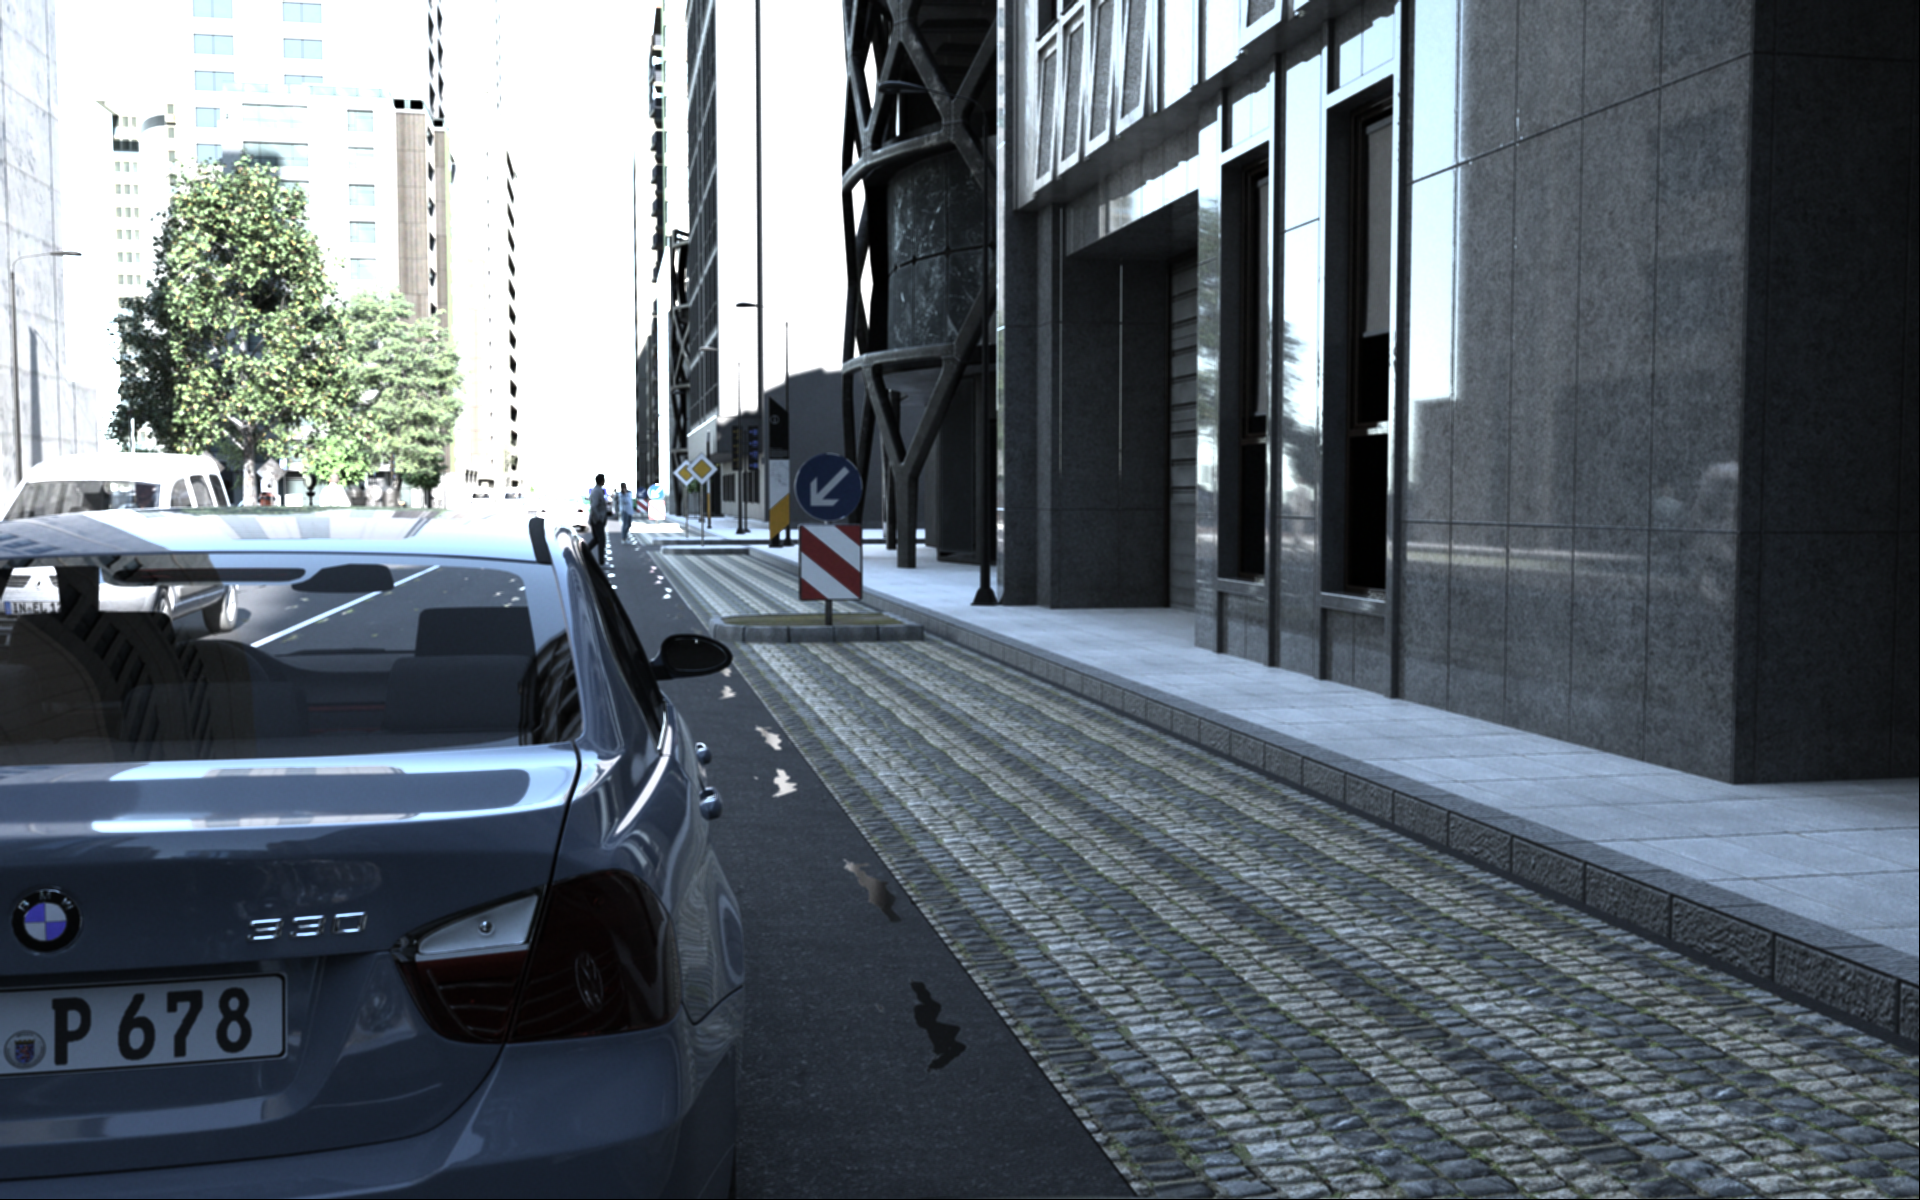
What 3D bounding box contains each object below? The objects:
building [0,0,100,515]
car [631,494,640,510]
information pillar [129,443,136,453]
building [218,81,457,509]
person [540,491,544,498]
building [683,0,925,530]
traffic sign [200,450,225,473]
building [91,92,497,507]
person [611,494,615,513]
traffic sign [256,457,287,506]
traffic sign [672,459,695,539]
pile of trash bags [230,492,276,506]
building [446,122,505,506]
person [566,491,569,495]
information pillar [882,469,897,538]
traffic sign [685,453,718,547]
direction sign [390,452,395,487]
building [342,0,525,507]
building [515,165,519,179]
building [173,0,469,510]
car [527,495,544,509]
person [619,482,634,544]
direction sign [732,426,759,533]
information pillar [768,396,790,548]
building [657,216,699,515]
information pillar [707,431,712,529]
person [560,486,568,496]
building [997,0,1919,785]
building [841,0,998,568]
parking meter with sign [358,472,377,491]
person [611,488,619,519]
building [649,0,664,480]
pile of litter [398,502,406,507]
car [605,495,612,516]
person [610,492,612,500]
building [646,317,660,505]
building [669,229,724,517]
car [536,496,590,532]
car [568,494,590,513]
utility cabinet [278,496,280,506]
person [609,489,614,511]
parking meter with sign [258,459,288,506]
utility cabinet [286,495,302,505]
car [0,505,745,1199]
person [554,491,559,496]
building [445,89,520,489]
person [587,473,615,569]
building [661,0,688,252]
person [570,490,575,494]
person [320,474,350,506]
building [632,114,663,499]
[{"bbox_3d":[-27.425,-35.883,24.944,20.611,71.187,20.563,-1,4,-12],"label":"building"},{"bbox_3d":[-26.119,-7.886,137.736,1.959,1.807,4.718,-1,4,-12],"label":"car"},{"bbox_3d":[-37.095,-5.283,77.726,0.504,3.616,0.183,3,5,41],"label":"information pillar"},{"bbox_3d":[-44.715,-21.668,125.981,14.160,30.474,14.107,-1,4,-12],"label":"building"},{"bbox_3d":[-38.244,-9.098,157.971,0.721,1.743,1.217,-3,5,-42],"label":"person"},{"bbox_3d":[-4.070,-17.180,74.408,14.314,27.812,24.014,-1,4,-12],"label":"building"},{"bbox_3d":[-17.263,-2.206,39.705,0.795,2.450,0.064,-1,4,-12],"label":"traffic sign"},{"bbox_3d":[-61.157,-28.861,163.755,32.217,40.220,23.993,-1,4,-12],"label":"building"},{"bbox_3d":[-26.360,-7.367,132.166,0.599,1.433,0.991,1,4,14],"label":"person"},{"bbox_3d":[-18.875,-2.684,47.526,0.795,2.450,0.064,-1,4,-12],"label":"traffic sign"},{"bbox_3d":[-7.857,-2.821,49.767,0.795,2.450,0.064,-1,4,-12],"label":"traffic sign"},{"bbox_3d":[-28.934,-3.667,69.710,3.447,1.369,1.912,1,4,23],"label":"pile of trash bags"},{"bbox_3d":[-56.477,-30.638,184.521,14.154,41.232,14.086,-1,4,-12],"label":"building"},{"bbox_3d":[-36.102,-9.116,158.351,0.742,1.727,0.445,0,4,2],"label":"person"},{"bbox_3d":[-2.048,-2.807,50.385,0.304,2.012,0.304,2,4,28],"label":"information pillar"},{"bbox_3d":[-6.245,-2.343,41.946,0.795,2.450,0.064,-1,4,-12],"label":"traffic sign"},{"bbox_3d":[-30.463,-6.180,93.041,0.379,3.537,0.876,0,4,-7],"label":"direction sign"},{"bbox_3d":[-69.213,-48.480,230.904,20.563,71.187,20.611,-1,4,-12],"label":"building"},{"bbox_3d":[-79.642,-40.648,253.836,28.713,52.752,27.495,-1,4,-12],"label":"building"},{"bbox_3d":[-50.777,-43.006,141.400,20.563,71.187,20.611,-1,4,-12],"label":"building"},{"bbox_3d":[-35.886,-8.174,146.002,2.083,1.381,4.827,-1,4,-13],"label":"car"},{"bbox_3d":[-9.652,-2.521,49.978,0.793,1.790,0.793,-1,4,-16],"label":"person"},{"bbox_3d":[-7.132,-4.011,57.572,0.876,3.537,0.379,-1,4,-15],"label":"direction sign"},{"bbox_3d":[-4.340,-3.065,41.467,0.504,3.616,0.183,0,4,-1],"label":"information pillar"},{"bbox_3d":[-14.673,-15.986,116.118,10.420,20.320,16.860,-1,4,-12],"label":"building"},{"bbox_3d":[-9.346,-4.469,64.427,0.183,3.616,0.504,0,4,-4],"label":"information pillar"},{"bbox_3d":[-17.643,-4.214,77.505,0.767,1.812,0.694,-2,4,-24],"label":"person"},{"bbox_3d":[8.313,-11.799,10.938,12.078,24.808,19.932,-1,4,-12],"label":"building"},{"bbox_3d":[5.881,-10.250,35.045,16.820,18.784,16.811,-1,4,-12],"label":"building"},{"bbox_3d":[-40.018,-7.330,116.099,1.738,3.016,0.543,-2,4,-28],"label":"parking meter with sign"},{"bbox_3d":[-19.987,-5.598,100.209,0.466,1.800,0.511,-3,5,-40],"label":"person"},{"bbox_3d":[-16.480,-30.686,156.338,22.147,44.769,28.867,-1,4,-12],"label":"building"},{"bbox_3d":[-31.559,-5.101,97.364,1.719,0.858,1.176,2,4,30],"label":"pile of litter"},{"bbox_3d":[-24.044,-6.266,114.809,2.083,1.381,4.827,-1,4,-13],"label":"car"},{"bbox_3d":[-35.681,-10.303,177.629,0.621,1.740,0.551,1,4,13],"label":"person"},{"bbox_3d":[-19.213,-20.849,185.919,27.650,21.520,28.899,-1,4,-12],"label":"building"},{"bbox_3d":[-8.308,-14.242,100.316,16.820,18.784,16.811,-1,4,-12],"label":"building"},{"bbox_3d":[-15.249,-3.320,66.636,2.083,1.381,4.827,-1,4,-11],"label":"car"},{"bbox_3d":[-21.239,-5.193,96.704,2.131,1.459,4.920,-1,4,-11],"label":"car"},{"bbox_3d":[-36.537,-4.944,91.999,0.306,1.237,1.020,1,4,15],"label":"utility cabinet"},{"bbox_3d":[-28.721,-8.226,142.981,0.705,1.826,1.348,-2,4,-28],"label":"person"},{"bbox_3d":[-33.512,-5.366,83.997,0.543,3.016,1.738,3,4,38],"label":"parking meter with sign"},{"bbox_3d":[-43.444,-6.220,112.857,1.020,1.237,0.306,-2,4,-32],"label":"utility cabinet"},{"bbox_3d":[-1.521,0.479,4.176,2.014,1.417,4.499,-1,4,-12],"label":"car"},{"bbox_3d":[-48.272,-12.123,207.258,0.990,1.755,0.434,1,4,21],"label":"person"},{"bbox_3d":[-65.288,-35.879,210.316,21.300,48.544,21.600,-1,4,-12],"label":"building"},{"bbox_3d":[-7.045,-1.525,33.286,0.795,1.843,0.661,-1,4,-9],"label":"person"},{"bbox_3d":[-15.985,-27.588,134.662,14.154,41.232,14.086,-1,4,-12],"label":"building"},{"bbox_3d":[-34.653,-8.959,154.997,1.348,1.821,0.705,0,4,0],"label":"person"},{"bbox_3d":[-12.140,-1.535,33.694,0.679,1.850,0.850,1,4,17],"label":"person"},{"bbox_3d":[-30.254,-36.427,219.286,21.300,48.544,21.600,-1,4,-12],"label":"building"}]
